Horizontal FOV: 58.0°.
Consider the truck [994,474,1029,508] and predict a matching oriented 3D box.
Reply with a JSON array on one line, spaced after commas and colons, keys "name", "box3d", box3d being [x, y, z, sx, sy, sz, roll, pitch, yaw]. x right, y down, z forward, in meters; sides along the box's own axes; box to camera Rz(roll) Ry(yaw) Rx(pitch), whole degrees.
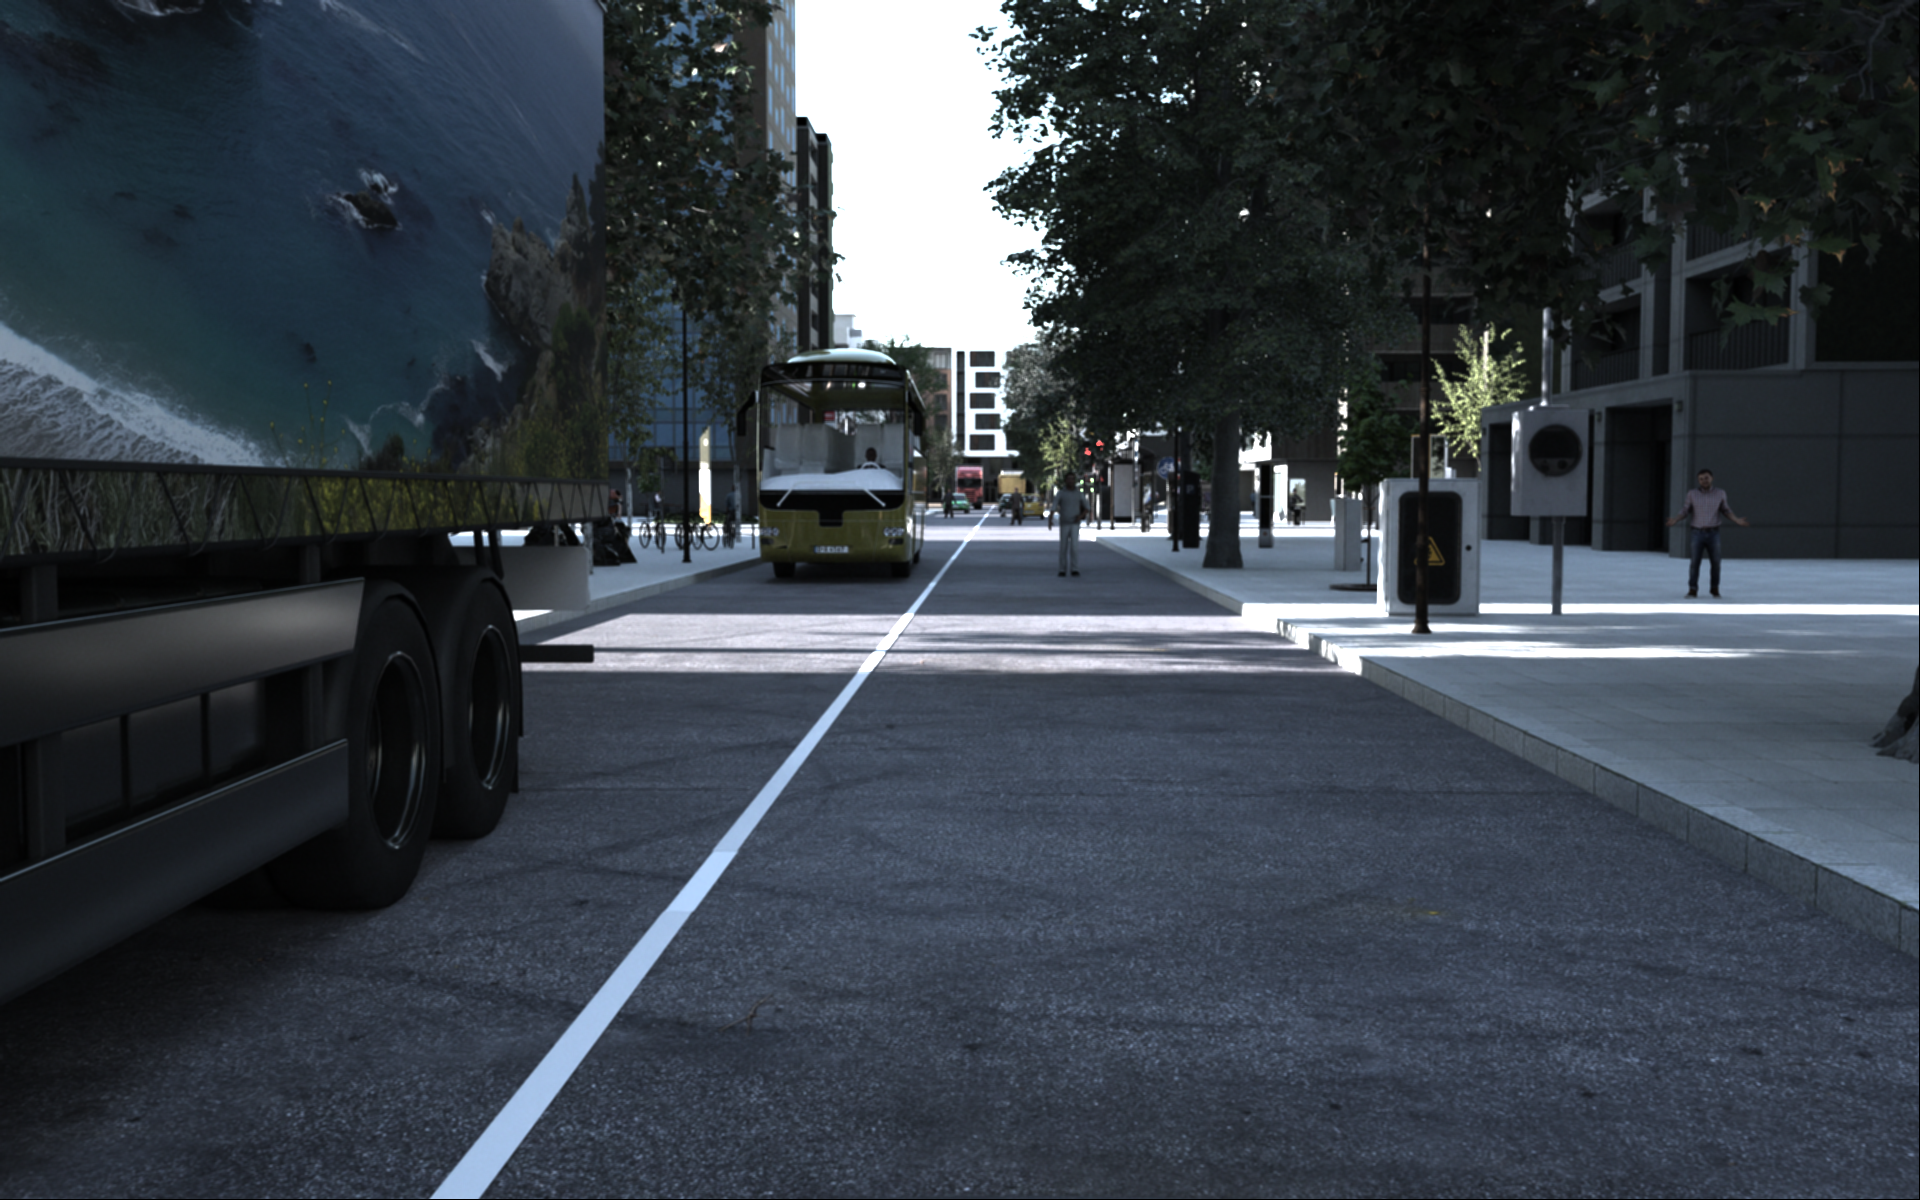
[{"name": "truck", "box3d": [4.970, -10.421, 166.306, 3.469, 3.379, 9.791, 0, 4, 2]}]

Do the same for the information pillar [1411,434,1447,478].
[{"name": "information pillar", "box3d": [5.771, -1.033, 21.382, 0.304, 2.012, 0.304, -2, 4, -34]}]

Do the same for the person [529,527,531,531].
[{"name": "person", "box3d": [-13.477, -2.720, 54.422, 0.435, 1.345, 0.340, 0, 4, -3]}]

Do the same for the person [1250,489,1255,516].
[{"name": "person", "box3d": [17.190, -5.682, 101.155, 0.429, 1.552, 0.499, -1, 4, -14]}]

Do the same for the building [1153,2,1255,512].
[{"name": "building", "box3d": [29.887, -26.804, 130.119, 32.217, 40.220, 23.993, 0, 4, 1]}]

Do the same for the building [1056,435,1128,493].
[{"name": "building", "box3d": [27.312, -18.277, 240.983, 28.070, 9.664, 9.099, 0, 4, 1]}]

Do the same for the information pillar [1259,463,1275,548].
[{"name": "information pillar", "box3d": [7.321, -2.255, 41.358, 0.304, 2.012, 0.304, 1, 4, 22]}]

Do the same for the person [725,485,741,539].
[{"name": "person", "box3d": [-6.546, -2.543, 49.832, 0.499, 1.552, 0.429, 0, 4, 0]}]

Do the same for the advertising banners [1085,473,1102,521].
[{"name": "advertising banners", "box3d": [6.317, -5.283, 82.562, 0.090, 3.025, 2.074, 2, 4, 29]}]

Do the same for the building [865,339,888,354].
[{"name": "building", "box3d": [-24.759, -20.781, 206.225, 31.486, 18.905, 16.747, 0, 4, 1]}]

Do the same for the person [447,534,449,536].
[{"name": "person", "box3d": [-9.923, -1.646, 32.816, 0.709, 1.838, 0.599, -1, 4, -21]}]

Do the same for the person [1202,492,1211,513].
[{"name": "person", "box3d": [16.489, -6.698, 116.012, 0.683, 1.767, 0.568, -1, 4, -20]}]

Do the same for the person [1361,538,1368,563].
[{"name": "person", "box3d": [7.194, -1.064, 31.727, 0.655, 0.850, 0.859, 1, 4, 19]}]

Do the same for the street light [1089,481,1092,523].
[{"name": "street light", "box3d": [5.682, -6.284, 75.539, 0.468, 5.910, 1.993, 0, 4, 1]}]

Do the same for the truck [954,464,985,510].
[{"name": "truck", "box3d": [0.851, -10.690, 163.688, 2.839, 4.237, 11.283, 0, 4, 0]}]

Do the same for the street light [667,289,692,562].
[{"name": "street light", "box3d": [-5.136, -3.645, 32.385, 0.468, 5.910, 1.993, 0, 4, 1]}]

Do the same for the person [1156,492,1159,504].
[{"name": "person", "box3d": [16.805, -8.684, 148.970, 0.756, 1.711, 0.436, 3, 4, 36]}]

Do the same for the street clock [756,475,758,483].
[{"name": "street clock", "box3d": [-5.987, -2.956, 52.900, 0.471, 2.002, 0.358, 3, 5, 44]}]

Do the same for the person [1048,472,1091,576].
[{"name": "person", "box3d": [1.873, -1.309, 30.048, 0.875, 1.805, 0.789, 0, 4, 0]}]

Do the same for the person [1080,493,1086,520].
[{"name": "person", "box3d": [6.075, -4.680, 84.836, 0.482, 1.546, 0.388, 1, 4, 18]}]

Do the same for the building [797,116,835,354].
[{"name": "building", "box3d": [-17.281, -22.082, 132.738, 14.160, 30.474, 14.107, 0, 4, 1]}]

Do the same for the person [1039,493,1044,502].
[{"name": "person", "box3d": [8.410, -10.595, 179.366, 0.705, 1.812, 1.348, 2, 4, 35]}]

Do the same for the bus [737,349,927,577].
[{"name": "bus", "box3d": [-2.025, -2.543, 33.118, 2.896, 3.916, 12.252, 0, 3, 0]}]

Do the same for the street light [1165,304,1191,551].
[{"name": "street light", "box3d": [4.827, -4.025, 38.597, 0.468, 5.910, 1.993, 0, 4, 1]}]

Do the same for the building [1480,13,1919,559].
[{"name": "building", "box3d": [24.659, -36.584, 36.403, 20.563, 71.187, 20.611, 0, 4, 1]}]

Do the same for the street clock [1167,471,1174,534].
[{"name": "street clock", "box3d": [6.789, -3.118, 55.556, 0.358, 2.002, 0.471, 1, 4, 13]}]

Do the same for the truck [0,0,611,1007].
[{"name": "truck", "box3d": [-3.096, -0.916, 3.886, 2.839, 4.237, 11.283, 0, 4, 0]}]

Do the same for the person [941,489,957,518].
[{"name": "person", "box3d": [-0.658, -5.758, 103.194, 0.990, 1.755, 0.434, 2, 4, 24]}]

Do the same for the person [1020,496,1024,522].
[{"name": "person", "box3d": [3.164, -4.724, 89.651, 0.340, 1.345, 0.435, -1, 4, -22]}]

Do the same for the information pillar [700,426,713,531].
[{"name": "information pillar", "box3d": [-8.795, -4.192, 59.892, 0.504, 3.616, 0.183, 3, 5, 40]}]

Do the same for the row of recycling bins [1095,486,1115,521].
[{"name": "row of recycling bins", "box3d": [7.516, -4.798, 85.564, 1.069, 1.692, 3.534, 1, 4, 21]}]

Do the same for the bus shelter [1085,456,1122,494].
[{"name": "bus shelter", "box3d": [7.970, -7.460, 99.603, 2.179, 5.291, 8.768, 0, 4, 1]}]

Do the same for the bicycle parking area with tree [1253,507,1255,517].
[{"name": "bicycle parking area with tree", "box3d": [20.883, -6.671, 96.080, 8.231, 4.147, 9.016, 3, 5, 40]}]

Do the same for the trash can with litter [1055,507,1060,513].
[{"name": "trash can with litter", "box3d": [6.584, -6.606, 119.394, 0.624, 1.170, 1.055, -1, 4, -22]}]

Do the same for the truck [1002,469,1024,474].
[{"name": "truck", "box3d": [6.035, -12.918, 200.123, 2.839, 4.237, 11.283, 0, 4, 1]}]

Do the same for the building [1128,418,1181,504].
[{"name": "building", "box3d": [30.085, -19.814, 167.936, 27.936, 21.610, 32.646, 0, 4, 1]}]

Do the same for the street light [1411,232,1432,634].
[{"name": "street light", "box3d": [4.260, -2.631, 15.810, 0.468, 5.910, 1.993, 0, 4, 1]}]

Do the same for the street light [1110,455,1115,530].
[{"name": "street light", "box3d": [5.392, -5.403, 61.133, 0.468, 5.910, 1.993, 0, 4, 1]}]

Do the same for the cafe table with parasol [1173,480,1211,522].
[{"name": "cafe table with parasol", "box3d": [11.360, -4.696, 81.643, 2.610, 1.966, 2.610, 2, 4, 28]}]

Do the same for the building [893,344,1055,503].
[{"name": "building", "box3d": [-2.970, -24.861, 250.456, 32.646, 21.610, 27.936, 0, 4, 1]}]

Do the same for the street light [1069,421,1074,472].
[{"name": "street light", "box3d": [6.277, -7.663, 98.075, 0.468, 5.910, 1.993, 0, 4, 1]}]

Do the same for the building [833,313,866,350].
[{"name": "building", "box3d": [-17.571, -19.738, 179.140, 16.016, 20.091, 11.380, 0, 4, 1]}]

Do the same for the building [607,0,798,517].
[{"name": "building", "box3d": [-17.477, -27.733, 103.553, 14.600, 45.320, 14.200, 0, 4, 1]}]

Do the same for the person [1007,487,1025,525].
[{"name": "person", "box3d": [2.564, -4.365, 80.425, 0.990, 1.755, 0.434, -2, 4, -26]}]

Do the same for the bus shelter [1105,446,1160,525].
[{"name": "bus shelter", "box3d": [7.449, -4.982, 75.373, 2.014, 3.302, 5.546, 0, 4, 1]}]

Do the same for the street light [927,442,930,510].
[{"name": "street light", "box3d": [-2.591, -10.105, 138.000, 0.468, 5.910, 1.993, 0, 4, 1]}]

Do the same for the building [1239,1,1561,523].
[{"name": "building", "box3d": [21.144, -18.995, 82.266, 14.107, 30.474, 14.160, 0, 4, 1]}]

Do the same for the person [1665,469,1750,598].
[{"name": "person", "box3d": [9.164, -0.814, 21.315, 0.963, 1.587, 0.435, 1, 4, 12]}]

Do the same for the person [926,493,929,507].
[{"name": "person", "box3d": [-3.309, -9.812, 167.190, 0.721, 1.735, 1.217, -2, 4, -35]}]

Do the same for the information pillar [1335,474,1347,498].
[{"name": "information pillar", "box3d": [13.453, -3.467, 61.182, 0.304, 2.012, 0.304, 3, 5, 41]}]
